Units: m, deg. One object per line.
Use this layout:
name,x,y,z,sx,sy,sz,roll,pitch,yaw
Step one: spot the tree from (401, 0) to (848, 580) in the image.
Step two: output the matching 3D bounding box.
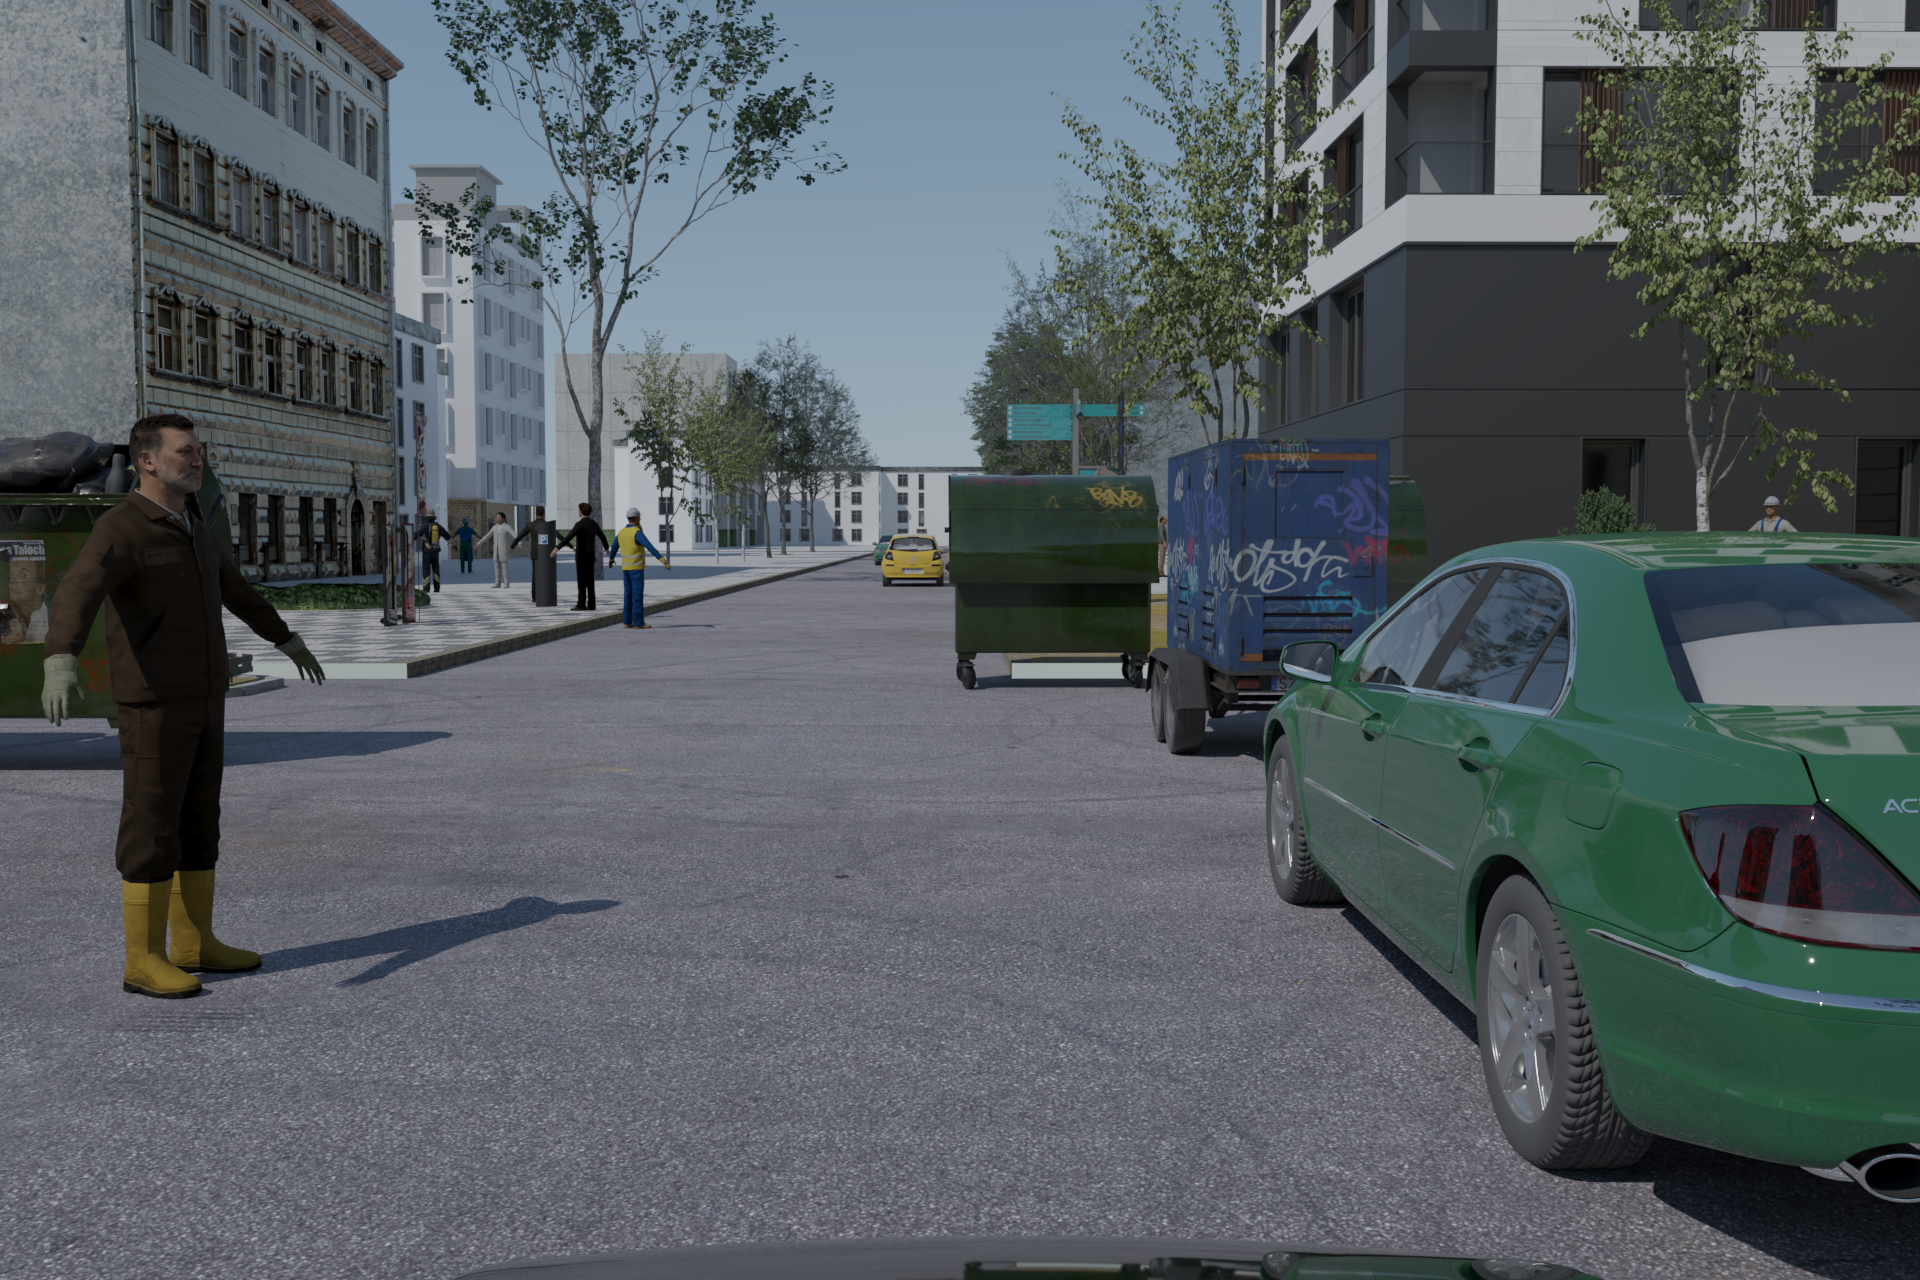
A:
tree,-9.563,-11.828,49.285,12.611,20.169,13.585,0,3,0

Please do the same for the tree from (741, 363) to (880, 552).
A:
tree,-10.684,-13.031,123.427,12.009,13.543,11.850,0,3,0

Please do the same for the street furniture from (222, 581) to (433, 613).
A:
street furniture,-14.377,-0.941,31.015,10.072,0.657,5.734,3,5,40

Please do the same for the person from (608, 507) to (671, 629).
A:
person,-4.921,-1.090,26.250,1.349,1.833,0.705,3,4,39

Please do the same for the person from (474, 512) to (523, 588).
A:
person,-10.909,-2.137,41.127,1.347,1.806,0.705,1,4,20

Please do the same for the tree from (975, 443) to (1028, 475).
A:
tree,5.079,-10.643,108.424,8.767,10.594,7.601,0,4,3

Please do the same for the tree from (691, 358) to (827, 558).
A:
tree,-10.534,-9.667,92.460,7.601,10.594,8.767,1,4,9

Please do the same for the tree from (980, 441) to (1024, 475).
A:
tree,4.534,-11.549,123.243,7.601,10.594,8.767,0,4,6

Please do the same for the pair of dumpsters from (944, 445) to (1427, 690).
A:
pair of dumpsters,2.070,-0.705,16.475,4.436,2.255,1.574,0,4,-1

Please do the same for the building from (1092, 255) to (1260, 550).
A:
building,20.246,-19.218,145.147,19.493,23.208,18.063,0,4,-1

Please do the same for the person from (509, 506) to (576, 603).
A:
person,-7.823,-1.599,32.372,1.346,1.802,0.704,1,4,9

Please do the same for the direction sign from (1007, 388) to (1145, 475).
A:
direction sign,2.119,-2.600,31.280,2.525,3.948,1.411,0,4,1

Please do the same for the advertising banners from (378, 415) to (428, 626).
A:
advertising banners,-7.963,-1.756,24.899,0.090,3.025,2.074,0,4,1

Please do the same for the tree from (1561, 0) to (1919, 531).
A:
tree,8.719,-4.246,19.785,4.737,8.622,4.395,0,3,0

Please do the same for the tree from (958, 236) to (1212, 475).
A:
tree,5.010,-9.788,70.400,12.009,13.543,11.850,0,3,0

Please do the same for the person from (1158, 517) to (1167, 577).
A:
person,6.047,-2.764,51.460,0.705,1.796,1.348,0,4,7

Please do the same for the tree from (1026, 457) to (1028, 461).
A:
tree,5.104,-10.161,116.495,4.360,8.622,3.978,0,3,0

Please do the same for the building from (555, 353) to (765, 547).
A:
building,-31.176,-19.510,185.453,16.747,18.905,31.486,0,4,0

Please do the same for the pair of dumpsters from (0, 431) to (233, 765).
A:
pair of dumpsters,-6.995,-0.354,10.735,4.436,2.255,1.574,0,4,-1

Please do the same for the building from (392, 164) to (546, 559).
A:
building,-29.519,-14.289,90.045,16.016,20.090,11.380,0,4,-1

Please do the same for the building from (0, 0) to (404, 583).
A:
building,-27.500,-13.203,46.804,19.493,23.208,18.063,0,4,-1

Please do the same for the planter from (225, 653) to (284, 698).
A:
planter,-7.308,0.333,15.699,1.991,0.319,1.994,0,4,0

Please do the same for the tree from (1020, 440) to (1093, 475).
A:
tree,4.922,-8.591,90.822,4.737,8.622,4.395,0,3,0

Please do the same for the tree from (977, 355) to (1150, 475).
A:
tree,5.046,-9.169,84.323,8.767,10.594,7.601,0,4,1

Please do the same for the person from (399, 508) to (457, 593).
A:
person,-11.604,-1.966,37.927,1.354,1.856,0.705,-3,5,-43

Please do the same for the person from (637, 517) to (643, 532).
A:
person,-9.382,-2.706,50.217,0.705,1.833,1.349,-1,4,-10

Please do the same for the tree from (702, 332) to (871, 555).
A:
tree,-10.802,-11.945,105.668,12.009,13.543,11.850,0,3,0

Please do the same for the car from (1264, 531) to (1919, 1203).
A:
car,2.166,0.395,5.344,2.131,1.459,4.920,0,4,-1

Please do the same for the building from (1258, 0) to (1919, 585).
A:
building,21.547,-12.387,46.507,27.936,21.610,32.646,0,4,-1

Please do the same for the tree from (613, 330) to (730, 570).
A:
tree,-10.433,-6.827,61.979,4.737,8.622,4.395,0,3,0

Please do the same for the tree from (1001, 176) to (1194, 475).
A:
tree,3.352,-5.179,35.040,4.360,8.622,3.978,0,3,0

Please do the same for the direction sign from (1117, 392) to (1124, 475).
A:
direction sign,2.600,-2.212,28.160,0.379,3.537,0.876,0,4,0

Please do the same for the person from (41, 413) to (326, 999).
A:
person,-2.479,0.189,5.504,0.704,1.812,1.346,1,4,11

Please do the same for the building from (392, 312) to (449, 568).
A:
building,-25.863,-7.899,71.293,9.099,9.664,28.070,0,4,0

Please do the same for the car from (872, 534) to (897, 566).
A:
car,-2.984,-4.187,80.249,2.131,1.459,4.920,0,4,0

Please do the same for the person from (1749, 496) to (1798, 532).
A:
person,12.179,-1.235,26.044,0.705,1.847,1.347,-3,5,-42

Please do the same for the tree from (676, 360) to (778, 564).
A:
tree,-10.191,-7.534,73.540,4.737,8.622,4.395,0,3,0

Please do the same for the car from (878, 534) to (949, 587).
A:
car,-1.302,-2.344,48.549,2.015,1.641,3.980,0,4,-1

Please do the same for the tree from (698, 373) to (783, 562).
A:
tree,-9.914,-7.886,79.292,4.360,8.622,3.978,0,3,0

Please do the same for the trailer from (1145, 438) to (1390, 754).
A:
trailer,2.050,-0.322,12.309,1.471,1.999,3.904,0,4,-1

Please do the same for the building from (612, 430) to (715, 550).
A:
building,-26.213,-12.936,153.651,9.099,9.664,28.070,0,4,-1

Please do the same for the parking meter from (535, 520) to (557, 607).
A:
parking meter,-7.324,-1.359,30.636,0.372,1.533,0.369,0,3,0

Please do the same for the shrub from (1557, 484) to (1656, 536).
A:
shrub,10.016,-1.406,27.033,1.661,2.075,1.752,0,3,0

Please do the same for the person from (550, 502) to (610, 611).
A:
person,-6.283,-1.391,28.936,0.705,1.806,1.347,2,4,31

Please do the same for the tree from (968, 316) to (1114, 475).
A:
tree,4.891,-11.811,99.764,9.857,13.997,8.962,0,3,0

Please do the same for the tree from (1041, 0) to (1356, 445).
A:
tree,3.357,-4.438,22.921,4.737,8.622,4.395,0,3,0

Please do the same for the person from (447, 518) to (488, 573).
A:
person,-16.139,-3.090,56.648,1.347,1.817,0.704,0,4,4

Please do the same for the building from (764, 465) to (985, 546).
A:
building,-9.684,-16.374,212.311,28.070,9.664,9.099,0,4,1
